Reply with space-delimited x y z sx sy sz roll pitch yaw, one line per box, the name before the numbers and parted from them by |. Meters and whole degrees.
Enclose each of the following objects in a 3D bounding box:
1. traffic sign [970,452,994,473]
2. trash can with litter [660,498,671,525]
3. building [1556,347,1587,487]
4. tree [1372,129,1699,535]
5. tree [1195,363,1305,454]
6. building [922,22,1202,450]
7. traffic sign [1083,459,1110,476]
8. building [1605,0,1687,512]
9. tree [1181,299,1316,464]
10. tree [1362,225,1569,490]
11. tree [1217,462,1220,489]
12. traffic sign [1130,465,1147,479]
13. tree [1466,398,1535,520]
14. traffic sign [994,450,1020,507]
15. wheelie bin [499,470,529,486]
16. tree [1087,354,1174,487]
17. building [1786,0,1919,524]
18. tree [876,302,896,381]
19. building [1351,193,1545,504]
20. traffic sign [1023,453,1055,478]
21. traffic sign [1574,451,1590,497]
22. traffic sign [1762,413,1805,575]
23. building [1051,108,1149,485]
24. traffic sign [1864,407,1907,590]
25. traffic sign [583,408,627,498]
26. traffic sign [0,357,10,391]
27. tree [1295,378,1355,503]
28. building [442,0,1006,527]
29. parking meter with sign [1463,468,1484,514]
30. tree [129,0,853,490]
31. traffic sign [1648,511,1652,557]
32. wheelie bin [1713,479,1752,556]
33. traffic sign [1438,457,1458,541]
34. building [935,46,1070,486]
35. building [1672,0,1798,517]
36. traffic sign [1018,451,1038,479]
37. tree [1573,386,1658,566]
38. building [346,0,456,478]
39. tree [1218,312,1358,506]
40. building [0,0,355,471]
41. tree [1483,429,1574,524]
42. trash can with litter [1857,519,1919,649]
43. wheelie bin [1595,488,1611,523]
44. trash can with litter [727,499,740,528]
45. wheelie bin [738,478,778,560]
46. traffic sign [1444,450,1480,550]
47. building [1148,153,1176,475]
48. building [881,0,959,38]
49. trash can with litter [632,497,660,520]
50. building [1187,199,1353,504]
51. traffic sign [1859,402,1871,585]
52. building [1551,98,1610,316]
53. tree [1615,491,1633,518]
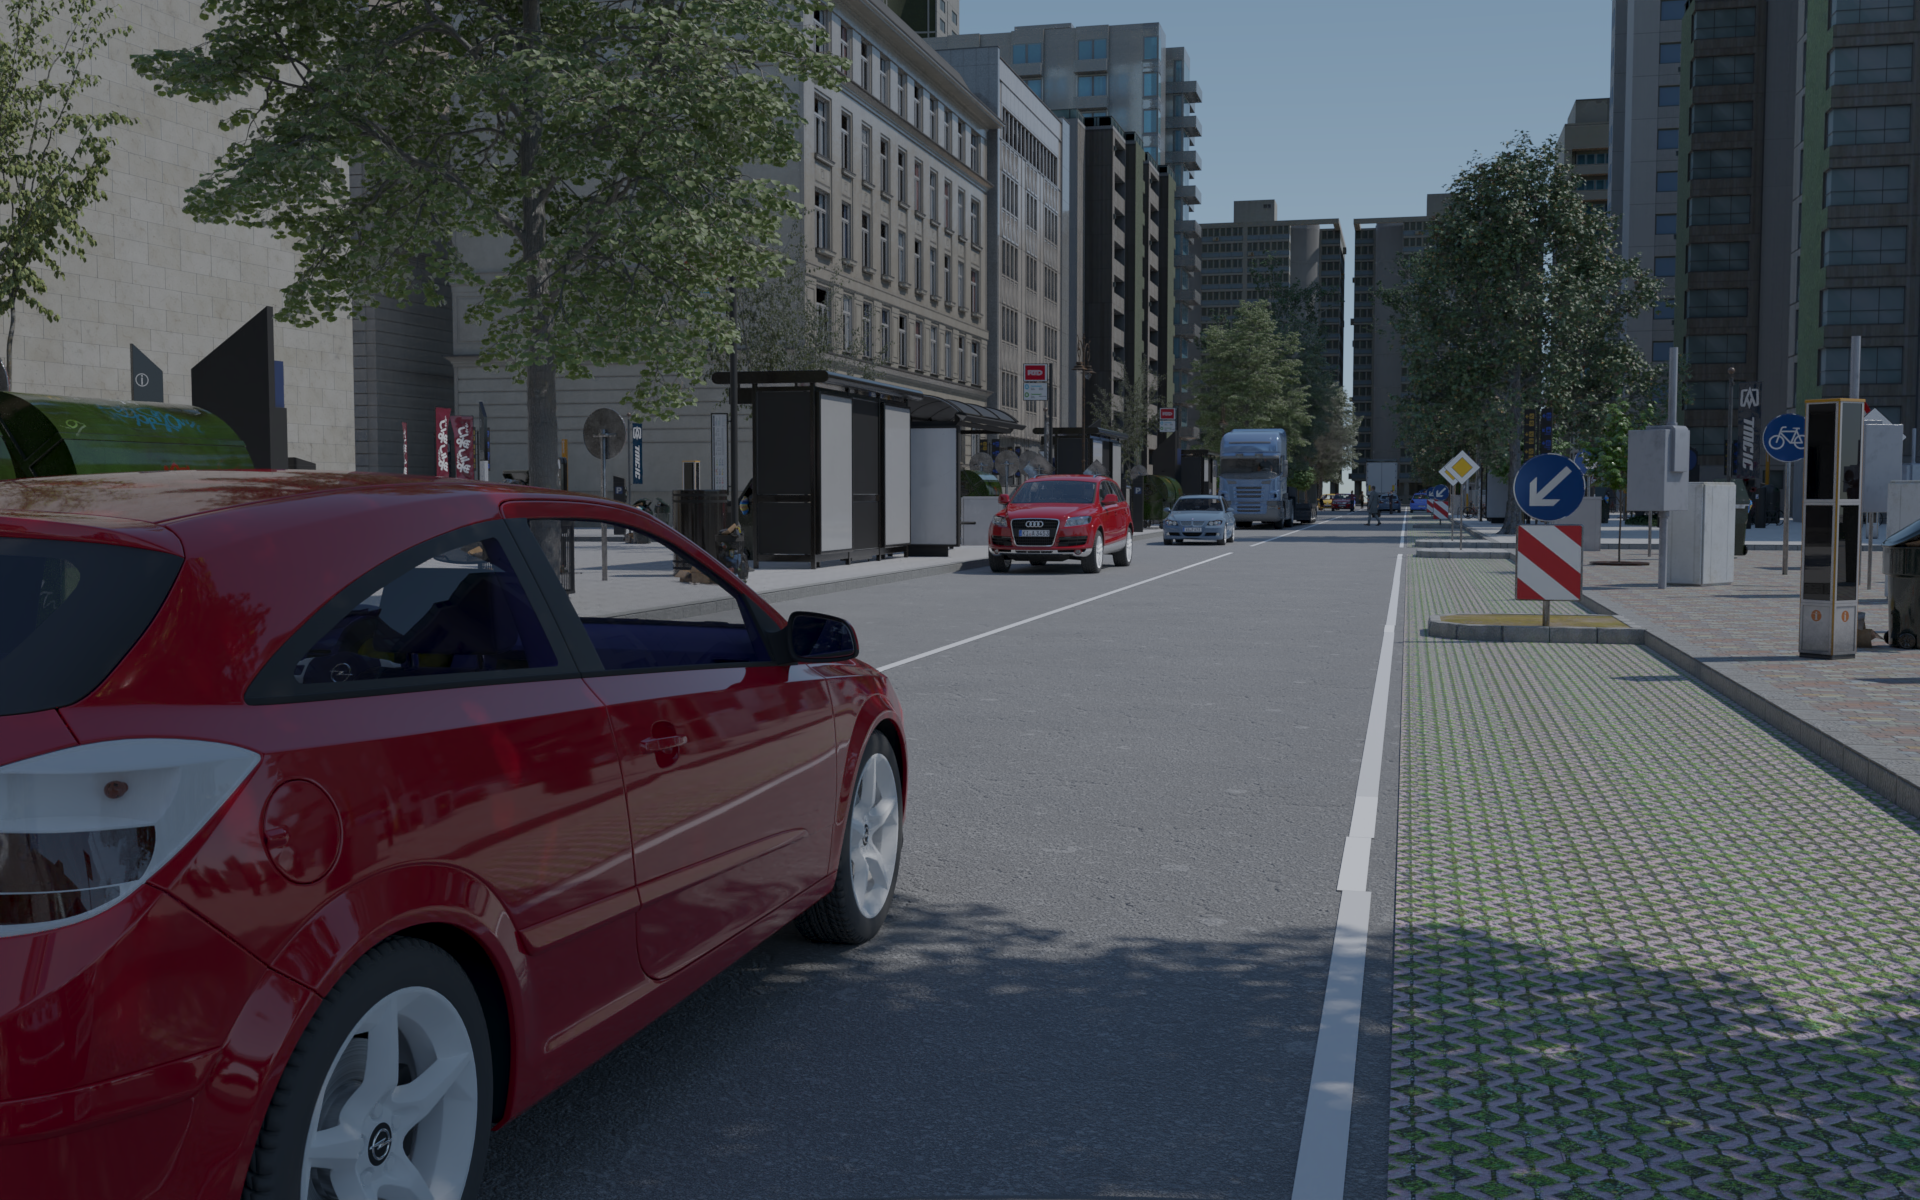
traffic sign | 0.641 -3.222 52.779 0.768 2.556 0.104 1 4 15
trash can with litter | -10.206 -3.025 60.848 1.055 1.170 0.624 0 4 2
building | 71.412 -19.415 162.473 27.650 21.520 28.899 1 4 14
tree | 17.726 -8.433 54.894 9.611 12.733 9.660 0 3 0
tree | 18.618 -10.779 110.643 7.601 10.594 8.767 -1 4 -20
building | 9.202 -34.273 179.973 30.456 49.044 23.786 1 4 14
traffic sign | 3.913 -2.818 49.709 0.795 2.450 0.064 1 4 14
building | 61.586 -36.235 134.440 21.231 58.520 28.212 1 4 14
tree | 16.797 -11.173 100.804 7.486 12.596 7.792 0 3 0
tree | 30.810 -15.247 105.185 12.611 20.169 13.585 0 3 0
tree | 14.302 -5.978 92.344 1.663 3.219 1.824 0 3 0
traffic sign | 7.828 -4.641 75.981 0.768 2.556 0.104 1 4 16
tree | 25.656 -8.201 84.455 4.737 8.622 4.395 0 3 0
traffic sign | 1.346 -3.059 50.125 0.768 2.556 0.104 1 4 20
wheelie bin | -5.774 -0.904 22.690 0.980 1.594 0.693 3 5 43
tree | 8.929 -8.566 90.424 4.360 8.622 3.978 0 3 0
building | 45.399 -24.126 78.057 14.154 41.232 14.086 1 4 14
tree | -4.268 -6.286 53.143 4.360 8.622 3.978 0 3 0
building | 63.418 -32.688 226.324 23.993 40.220 32.217 1 4 14
traffic sign | 1.912 -2.345 41.978 0.795 2.450 0.064 1 4 14
traffic sign | 17.039 -2.865 46.954 0.768 2.556 0.104 1 4 22
traffic sign | 13.117 -1.673 27.461 0.768 2.556 0.104 1 4 20
building | 6.224 -22.150 133.859 14.160 30.474 14.107 1 4 14
traffic sign | 12.186 -1.344 23.152 0.795 2.450 0.064 1 4 17
traffic sign | -5.264 -1.558 25.586 0.768 2.556 0.104 2 4 24
traffic sign | -8.245 -0.879 14.478 0.768 2.556 0.104 1 4 20
tree | 35.495 -16.361 177.876 12.009 13.543 11.850 0 3 0
building | -9.158 -15.032 79.053 16.112 22.955 30.059 1 4 14
parking meter with sign | 33.399 -7.181 113.676 1.738 3.016 0.543 0 4 -6
tree | -4.892 -6.179 19.162 7.486 12.596 7.792 0 3 0
traffic sign | 14.085 -2.160 35.313 0.884 2.594 0.081 1 4 22
wheelie bin | 16.035 -1.735 36.279 0.980 1.594 0.693 0 4 -7
traffic sign | 13.439 -2.666 47.232 0.795 2.450 0.064 1 4 14
building | -1.336 -17.422 102.869 12.078 24.808 19.932 1 4 14
building | 48.676 -20.099 100.320 14.160 30.474 14.107 1 4 14
traffic sign | 2.034 -3.104 50.850 0.768 2.556 0.104 1 4 19
tree | 11.876 -2.251 31.409 1.663 3.219 1.824 0 3 0
building | -33.216 -17.048 75.991 25.104 27.353 12.463 1 4 14
tree | 22.032 -13.216 122.743 9.857 13.997 8.962 0 3 0
building | -21.470 -10.781 31.028 16.860 20.320 10.420 1 4 14
tree | 20.854 -4.901 63.841 4.285 4.588 4.351 0 3 0
trash can with litter | 7.764 -0.187 14.438 1.055 1.170 0.624 1 4 12
wheelie bin | 28.016 -4.154 75.818 0.693 1.594 0.980 -3 5 -40
trash can with litter | -7.357 -2.702 55.559 0.624 1.170 1.055 3 5 41
wheelie bin | -3.920 -1.579 33.722 0.693 1.594 0.980 1 4 16
traffic sign | 11.438 -2.193 39.501 0.795 2.450 0.064 1 4 14
building | 10.364 -22.975 147.335 14.160 30.474 14.107 1 4 14
building | -12.551 -48.935 238.331 20.611 71.187 20.563 1 4 14
trash can with litter | -8.379 -2.041 44.756 0.624 1.170 1.055 -3 5 -41
building | 39.136 -33.014 231.657 23.993 40.220 32.217 1 4 14
traffic sign | 12.649 -1.487 24.318 0.884 2.594 0.081 1 4 23
building | 84.361 -36.089 213.752 21.600 48.544 21.300 1 4 14
tree | 36.220 -6.711 93.432 4.285 4.588 4.351 0 3 0
